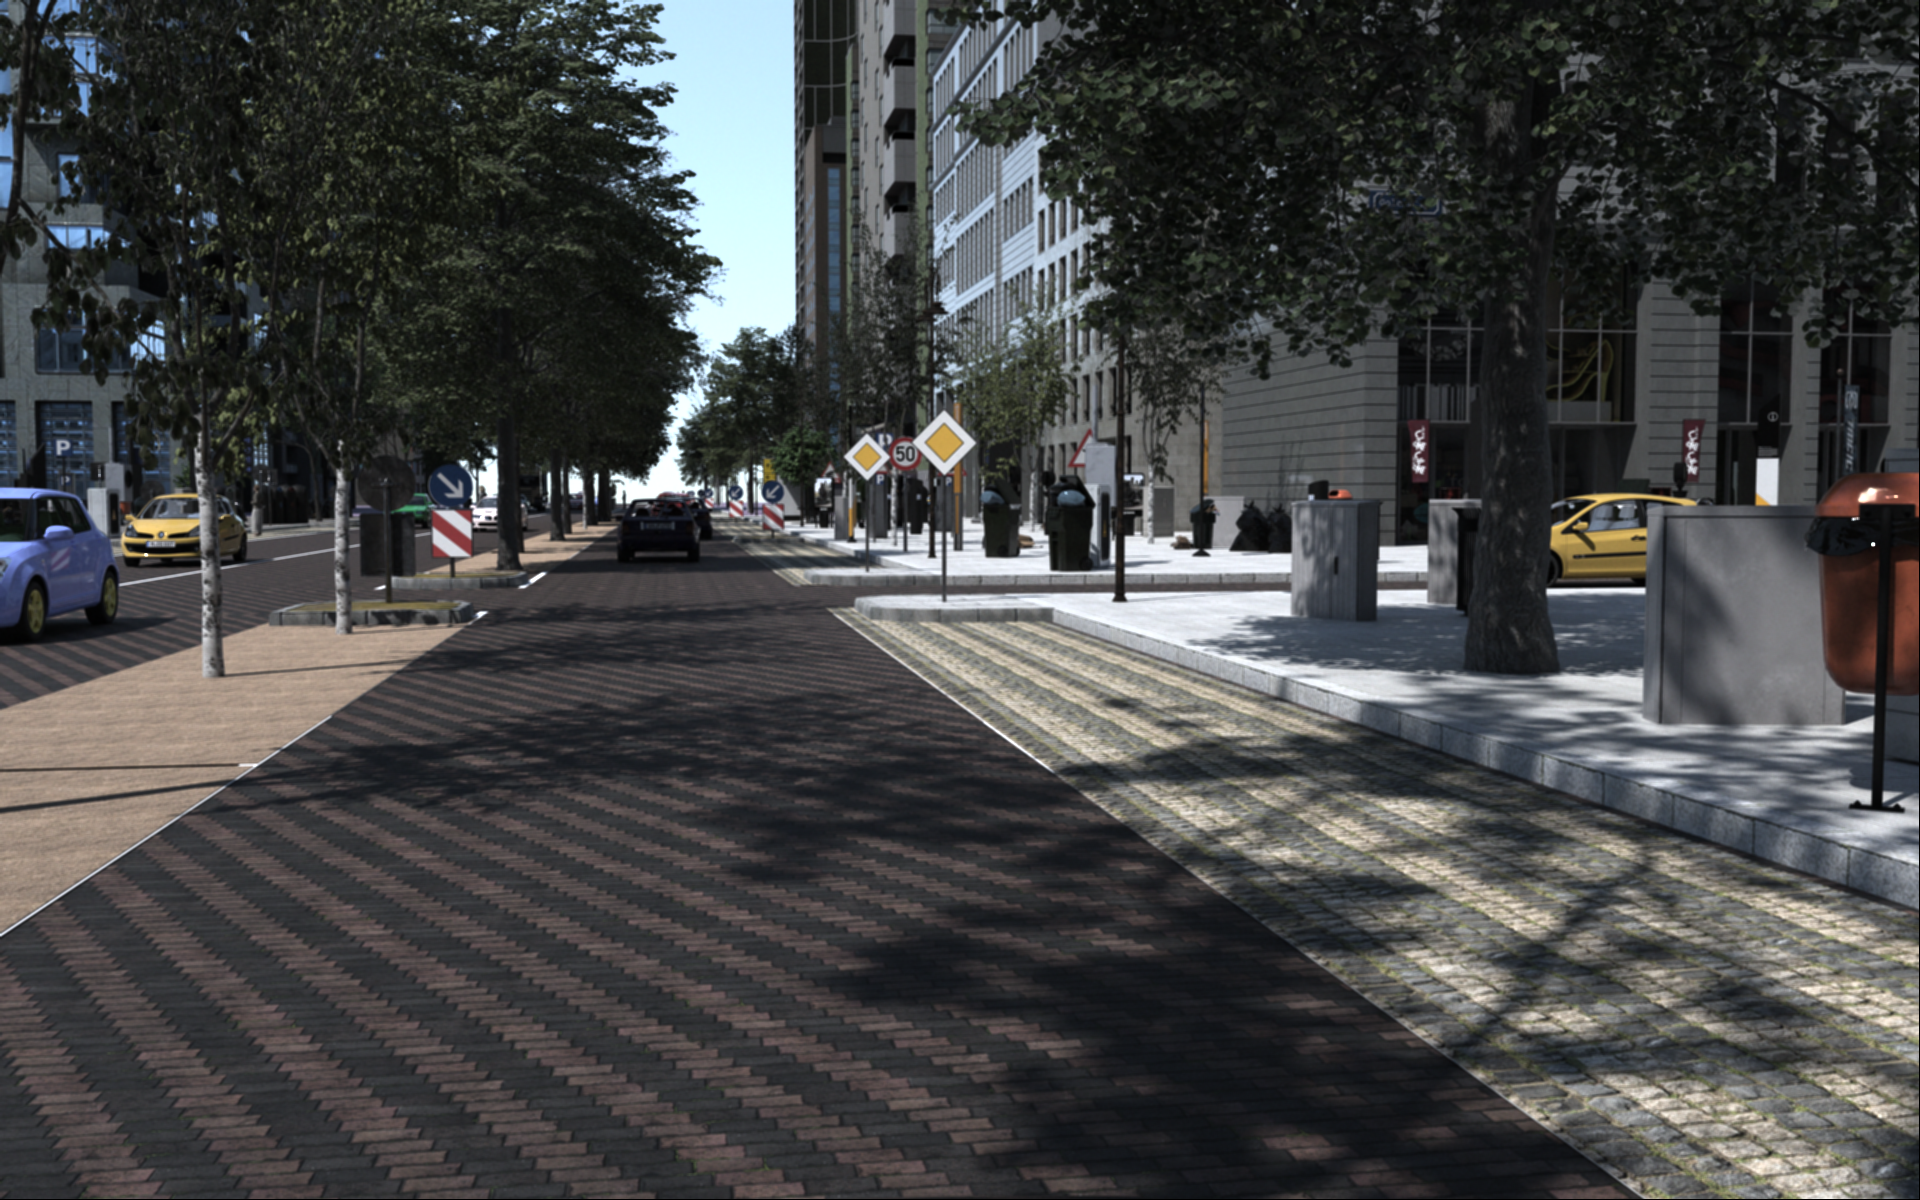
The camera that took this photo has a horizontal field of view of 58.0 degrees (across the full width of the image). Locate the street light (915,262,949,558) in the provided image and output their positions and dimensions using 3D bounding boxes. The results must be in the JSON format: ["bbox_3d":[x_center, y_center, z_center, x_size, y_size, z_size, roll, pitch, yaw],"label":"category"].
[{"bbox_3d":[-0.561,-3.784,34.662,0.468,5.910,1.993,-1,4,-10],"label":"street light"}]

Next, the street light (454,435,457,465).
[{"bbox_3d":[-39.179,-9.899,134.637,0.468,5.910,1.993,-1,4,-10],"label":"street light"}]

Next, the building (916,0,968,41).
[{"bbox_3d":[3.710,-26.752,120.995,14.154,41.232,14.086,-1,4,-10],"label":"building"}]

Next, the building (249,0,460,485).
[{"bbox_3d":[-78.548,-56.153,230.780,22.319,86.520,31.000,-1,4,-10],"label":"building"}]

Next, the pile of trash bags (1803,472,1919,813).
[{"bbox_3d":[5.070,0.198,6.517,3.447,1.369,1.912,2,4,30],"label":"pile of trash bags"}]

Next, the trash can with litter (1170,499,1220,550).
[{"bbox_3d":[5.452,-1.762,40.193,1.055,1.170,0.624,-1,4,-22],"label":"trash can with litter"}]

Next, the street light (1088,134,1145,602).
[{"bbox_3d":[1.906,-2.917,20.482,0.468,5.910,1.993,-1,4,-10],"label":"street light"}]

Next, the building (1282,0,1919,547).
[{"bbox_3d":[23.413,-16.606,49.009,29.804,29.767,11.434,-1,4,-10],"label":"building"}]

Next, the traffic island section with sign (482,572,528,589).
[{"bbox_3d":[-7.863,-1.158,27.070,2.006,1.907,1.989,-1,4,-10],"label":"traffic island section with sign"}]

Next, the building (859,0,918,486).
[{"bbox_3d":[6.514,-33.829,142.343,28.713,52.752,27.495,-1,4,-10],"label":"building"}]

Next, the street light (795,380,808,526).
[{"bbox_3d":[-6.266,-5.858,68.563,0.468,5.910,1.993,-1,4,-10],"label":"street light"}]

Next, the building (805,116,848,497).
[{"bbox_3d":[-10.931,-34.033,206.556,14.600,45.320,14.200,-1,4,-10],"label":"building"}]

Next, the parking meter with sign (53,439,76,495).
[{"bbox_3d":[-28.686,-3.636,55.701,0.543,3.016,1.738,-1,4,-20],"label":"parking meter with sign"}]

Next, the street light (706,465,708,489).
[{"bbox_3d":[-32.940,-15.483,225.941,0.468,5.910,1.993,-1,4,-10],"label":"street light"}]

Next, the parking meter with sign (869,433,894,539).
[{"bbox_3d":[-2.343,-3.298,50.189,0.543,3.016,1.738,-1,4,-14],"label":"parking meter with sign"}]

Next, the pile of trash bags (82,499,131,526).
[{"bbox_3d":[-34.671,-3.686,70.019,1.912,1.369,3.447,1,4,8],"label":"pile of trash bags"}]

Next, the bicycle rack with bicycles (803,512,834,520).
[{"bbox_3d":[-7.495,-4.538,87.573,2.925,0.926,2.852,-2,4,-32],"label":"bicycle rack with bicycles"}]

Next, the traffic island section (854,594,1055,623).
[{"bbox_3d":[-0.168,0.102,20.614,2.009,0.180,2.903,-1,4,-10],"label":"traffic island section"}]

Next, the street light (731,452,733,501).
[{"bbox_3d":[-18.870,-10.408,142.960,0.468,5.910,1.993,-1,4,-10],"label":"street light"}]

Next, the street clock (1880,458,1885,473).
[{"bbox_3d":[17.932,-1.760,33.349,0.358,2.002,0.471,0,4,0],"label":"street clock"}]

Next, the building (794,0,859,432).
[{"bbox_3d":[-12.501,-48.011,223.235,20.563,71.187,20.611,-1,4,-10],"label":"building"}]

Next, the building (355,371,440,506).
[{"bbox_3d":[-76.277,-21.871,202.632,27.650,21.520,28.899,-1,4,-10],"label":"building"}]

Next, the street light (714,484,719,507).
[{"bbox_3d":[-27.098,-13.381,191.563,0.468,5.910,1.993,-1,4,-10],"label":"street light"}]

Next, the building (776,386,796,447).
[{"bbox_3d":[-12.160,-24.760,249.868,27.650,21.520,28.899,-1,4,-10],"label":"building"}]

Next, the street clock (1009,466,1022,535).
[{"bbox_3d":[1.404,-2.428,44.274,0.358,2.002,0.471,-1,4,-10],"label":"street clock"}]

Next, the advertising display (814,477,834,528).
[{"bbox_3d":[-5.120,-3.673,65.264,0.974,1.923,0.123,3,5,40],"label":"advertising display"}]

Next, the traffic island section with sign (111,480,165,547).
[{"bbox_3d":[-22.287,-2.384,47.604,1.989,1.847,2.006,-1,4,-10],"label":"traffic island section with sign"}]

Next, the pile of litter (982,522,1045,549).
[{"bbox_3d":[1.243,-1.664,41.168,1.719,0.858,1.176,-1,4,-23],"label":"pile of litter"}]

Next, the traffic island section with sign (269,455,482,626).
[{"bbox_3d":[-6.635,-0.711,19.765,2.006,1.907,1.989,-1,4,-10],"label":"traffic island section with sign"}]

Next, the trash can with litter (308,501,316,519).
[{"bbox_3d":[-32.958,-4.657,87.526,1.055,1.170,0.624,-3,5,-42],"label":"trash can with litter"}]

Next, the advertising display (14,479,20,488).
[{"bbox_3d":[-40.257,-4.219,74.196,0.123,1.923,0.974,-1,4,-10],"label":"advertising display"}]

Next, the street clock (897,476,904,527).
[{"bbox_3d":[-2.353,-3.878,67.971,0.358,2.002,0.471,2,4,27],"label":"street clock"}]

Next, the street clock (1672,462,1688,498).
[{"bbox_3d":[16.504,-2.150,39.721,0.358,2.002,0.471,2,4,32],"label":"street clock"}]

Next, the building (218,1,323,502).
[{"bbox_3d":[-58.089,-27.500,133.223,14.154,41.232,14.086,-1,4,-10],"label":"building"}]

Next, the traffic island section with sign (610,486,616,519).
[{"bbox_3d":[-20.431,-5.689,101.154,2.006,1.907,1.989,-1,4,-10],"label":"traffic island section with sign"}]

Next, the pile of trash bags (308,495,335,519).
[{"bbox_3d":[-33.676,-4.866,89.319,3.447,1.369,1.912,-2,4,-30],"label":"pile of trash bags"}]

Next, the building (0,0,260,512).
[{"bbox_3d":[-57.300,-48.708,109.049,22.319,86.520,31.000,-1,4,-10],"label":"building"}]

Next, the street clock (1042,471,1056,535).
[{"bbox_3d":[2.764,-3.027,54.055,0.358,2.002,0.471,-2,4,-31],"label":"street clock"}]

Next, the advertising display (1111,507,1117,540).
[{"bbox_3d":[3.980,-2.595,47.636,0.123,1.923,0.974,3,5,40],"label":"advertising display"}]

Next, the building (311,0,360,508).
[{"bbox_3d":[-59.823,-30.398,147.122,14.600,45.320,14.200,-1,4,-10],"label":"building"}]

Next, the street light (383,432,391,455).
[{"bbox_3d":[-33.414,-7.833,100.861,0.468,5.910,1.993,-1,4,-10],"label":"street light"}]

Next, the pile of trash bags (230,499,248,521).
[{"bbox_3d":[-34.955,-4.338,80.681,3.447,1.369,1.912,1,4,14],"label":"pile of trash bags"}]

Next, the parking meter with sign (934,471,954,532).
[{"bbox_3d":[-0.486,-3.818,58.686,0.543,3.016,1.738,-1,4,-20],"label":"parking meter with sign"}]

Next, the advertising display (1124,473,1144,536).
[{"bbox_3d":[5.155,-2.925,53.043,0.974,1.923,0.123,0,4,4],"label":"advertising display"}]

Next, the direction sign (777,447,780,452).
[{"bbox_3d":[-8.535,-5.610,83.723,0.876,3.537,0.379,3,5,40],"label":"direction sign"}]

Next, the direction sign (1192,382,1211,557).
[{"bbox_3d":[4.981,-2.669,35.639,0.379,3.537,0.876,0,4,5],"label":"direction sign"}]

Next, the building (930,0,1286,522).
[{"bbox_3d":[6.180,-19.149,90.583,11.434,29.767,29.804,-1,4,-10],"label":"building"}]

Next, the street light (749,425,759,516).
[{"bbox_3d":[-13.163,-8.344,109.217,0.468,5.910,1.993,-1,4,-10],"label":"street light"}]

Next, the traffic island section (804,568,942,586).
[{"bbox_3d":[-1.503,-0.380,28.487,2.009,0.180,2.903,-1,4,-10],"label":"traffic island section"}]

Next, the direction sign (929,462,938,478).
[{"bbox_3d":[-1.129,-5.783,86.543,0.876,3.537,0.379,-2,4,-27],"label":"direction sign"}]

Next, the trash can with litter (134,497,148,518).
[{"bbox_3d":[-29.788,-3.163,63.108,0.624,1.170,1.055,-1,4,-15],"label":"trash can with litter"}]

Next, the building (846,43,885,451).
[{"bbox_3d":[-3.761,-29.263,162.046,14.154,41.232,14.086,-1,4,-10],"label":"building"}]

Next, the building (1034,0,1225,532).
[{"bbox_3d":[9.724,-12.998,67.276,10.420,20.320,16.860,-1,4,-10],"label":"building"}]

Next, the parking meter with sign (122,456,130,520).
[{"bbox_3d":[-37.933,-5.022,78.366,1.738,3.016,0.543,2,4,26],"label":"parking meter with sign"}]

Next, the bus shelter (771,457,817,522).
[{"bbox_3d":[-7.558,-5.249,79.739,2.014,3.302,5.546,-1,4,-9],"label":"bus shelter"}]

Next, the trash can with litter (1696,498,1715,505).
[{"bbox_3d":[14.285,-1.398,33.915,2.233,1.210,1.678,-3,4,-36],"label":"trash can with litter"}]

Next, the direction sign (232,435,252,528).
[{"bbox_3d":[-27.500,-4.549,66.377,0.876,3.537,0.379,1,4,16],"label":"direction sign"}]
